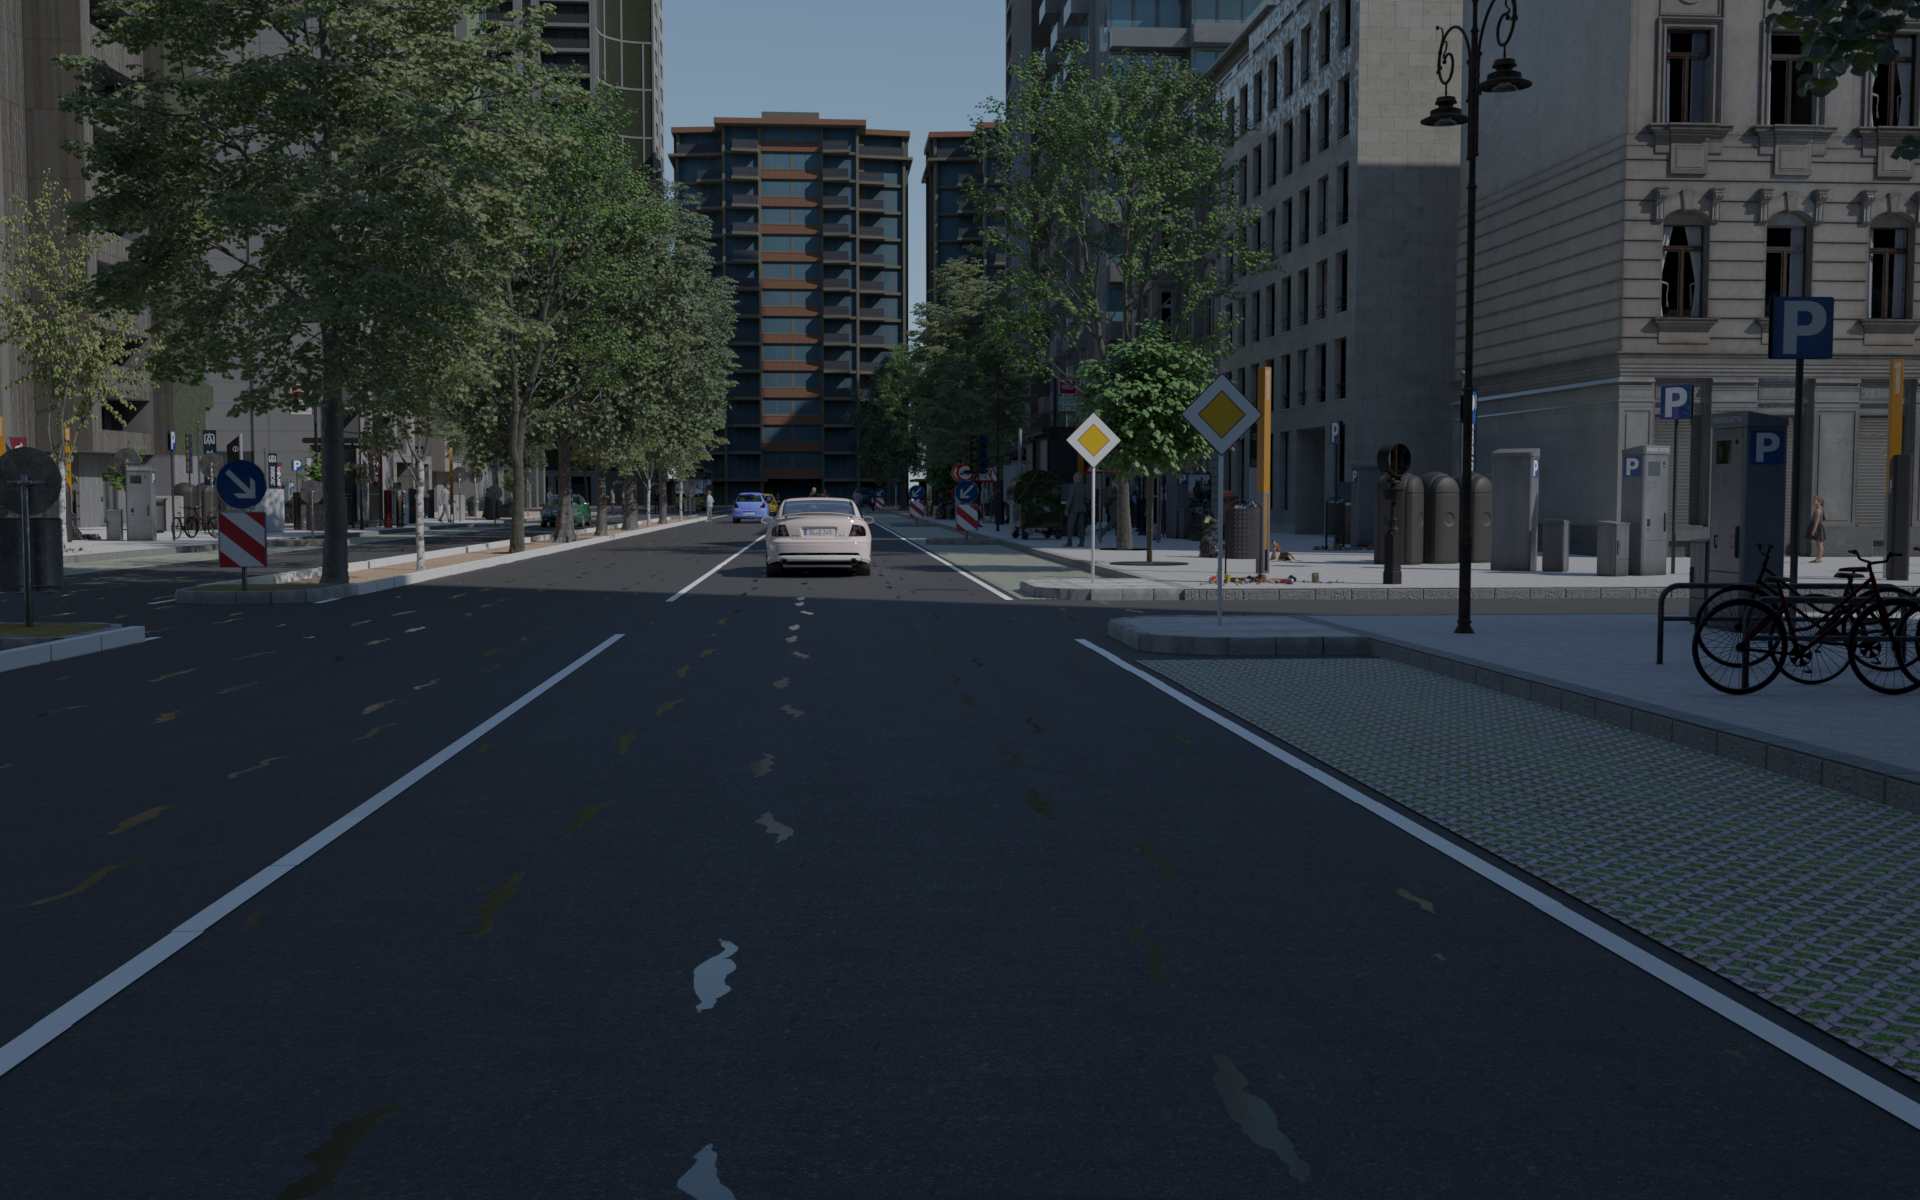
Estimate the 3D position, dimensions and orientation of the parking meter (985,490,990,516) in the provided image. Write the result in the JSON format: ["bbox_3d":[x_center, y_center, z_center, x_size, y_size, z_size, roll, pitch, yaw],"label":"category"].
[{"bbox_3d":[1.614,-5.581,99.663,0.372,1.533,0.369,0,3,0],"label":"parking meter"}]

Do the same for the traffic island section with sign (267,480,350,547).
[{"bbox_3d":[-18.030,-2.403,47.918,1.989,1.847,2.006,0,4,-4],"label":"traffic island section with sign"}]

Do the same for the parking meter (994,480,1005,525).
[{"bbox_3d":[1.647,-4.067,72.207,0.399,1.863,0.255,3,5,42],"label":"parking meter"}]

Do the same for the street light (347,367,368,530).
[{"bbox_3d":[-21.487,-5.458,62.018,0.468,5.910,1.993,0,4,-4],"label":"street light"}]

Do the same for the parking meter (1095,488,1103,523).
[{"bbox_3d":[6.258,-4.270,78.230,0.372,1.533,0.369,0,3,0],"label":"parking meter"}]

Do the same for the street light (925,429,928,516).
[{"bbox_3d":[-1.886,-7.737,99.288,0.468,5.910,1.993,0,4,-4],"label":"street light"}]

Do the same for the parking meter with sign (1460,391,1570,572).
[{"bbox_3d":[9.281,-1.998,28.936,1.738,3.016,0.543,2,4,35],"label":"parking meter with sign"}]

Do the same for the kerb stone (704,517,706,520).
[{"bbox_3d":[-13.970,-4.361,93.492,0.120,0.150,1.000,0,4,-4],"label":"kerb stone"}]

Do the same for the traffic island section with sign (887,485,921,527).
[{"bbox_3d":[-2.056,-4.132,76.187,1.989,1.847,2.006,0,4,-4],"label":"traffic island section with sign"}]

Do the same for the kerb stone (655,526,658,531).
[{"bbox_3d":[-11.887,-2.735,66.917,0.120,0.150,1.000,0,4,-4],"label":"kerb stone"}]

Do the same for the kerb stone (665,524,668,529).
[{"bbox_3d":[-12.201,-2.982,71.010,0.120,0.150,1.000,0,4,-4],"label":"kerb stone"}]

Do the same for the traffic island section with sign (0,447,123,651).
[{"bbox_3d":[-8.981,-0.491,16.169,2.006,1.907,1.989,0,4,-4],"label":"traffic island section with sign"}]

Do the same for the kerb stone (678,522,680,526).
[{"bbox_3d":[-12.685,-3.361,77.150,0.120,0.150,1.000,0,4,-4],"label":"kerb stone"}]

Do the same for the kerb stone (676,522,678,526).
[{"bbox_3d":[-12.603,-3.298,76.123,0.120,0.150,1.000,0,4,-4],"label":"kerb stone"}]

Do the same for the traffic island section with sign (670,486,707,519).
[{"bbox_3d":[-15.401,-5.525,98.465,2.006,1.907,1.989,0,4,-4],"label":"traffic island section with sign"}]

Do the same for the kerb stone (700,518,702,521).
[{"bbox_3d":[-13.719,-4.174,90.435,0.120,0.150,1.000,0,4,-4],"label":"kerb stone"}]

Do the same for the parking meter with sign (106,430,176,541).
[{"bbox_3d":[-22.429,-3.127,47.395,1.738,3.016,0.543,-1,4,-11],"label":"parking meter with sign"}]

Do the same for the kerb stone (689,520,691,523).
[{"bbox_3d":[-13.168,-3.731,83.275,0.120,0.150,1.000,0,4,-4],"label":"kerb stone"}]

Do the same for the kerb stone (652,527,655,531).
[{"bbox_3d":[-11.812,-2.673,65.894,0.120,0.150,1.000,0,4,-4],"label":"kerb stone"}]

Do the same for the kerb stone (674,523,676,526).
[{"bbox_3d":[-12.523,-3.235,75.093,0.120,0.150,1.000,0,4,-4],"label":"kerb stone"}]

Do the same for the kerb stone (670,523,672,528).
[{"bbox_3d":[-12.366,-3.110,73.048,0.120,0.150,1.000,0,4,-4],"label":"kerb stone"}]

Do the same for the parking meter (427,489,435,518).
[{"bbox_3d":[-28.108,-5.111,91.980,0.372,1.533,0.369,0,3,0],"label":"parking meter"}]

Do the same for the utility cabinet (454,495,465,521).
[{"bbox_3d":[-24.577,-4.462,84.107,1.020,1.237,0.306,-1,4,-11],"label":"utility cabinet"}]

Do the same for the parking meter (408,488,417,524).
[{"bbox_3d":[-23.702,-4.074,75.014,0.372,1.533,0.369,0,3,0],"label":"parking meter"}]

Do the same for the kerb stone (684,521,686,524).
[{"bbox_3d":[-12.928,-3.549,80.214,0.120,0.150,1.000,0,4,-4],"label":"kerb stone"}]

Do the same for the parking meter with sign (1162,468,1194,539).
[{"bbox_3d":[6.242,-3.280,49.883,0.543,3.016,1.738,-1,4,-20],"label":"parking meter with sign"}]

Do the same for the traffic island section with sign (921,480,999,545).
[{"bbox_3d":[0.025,-2.488,49.311,1.989,1.847,2.006,0,4,-4],"label":"traffic island section with sign"}]

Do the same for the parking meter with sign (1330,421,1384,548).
[{"bbox_3d":[9.801,-2.771,41.559,1.738,3.016,0.543,-1,4,-11],"label":"parking meter with sign"}]

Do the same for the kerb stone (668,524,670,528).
[{"bbox_3d":[-12.288,-3.046,72.029,0.120,0.150,1.000,0,4,-4],"label":"kerb stone"}]

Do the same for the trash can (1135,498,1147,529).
[{"bbox_3d":[6.509,-3.009,60.856,0.748,1.137,0.748,0,3,0],"label":"trash can"}]

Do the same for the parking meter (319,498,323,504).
[{"bbox_3d":[-25.488,-3.724,69.299,0.372,1.533,0.369,0,3,0],"label":"parking meter"}]

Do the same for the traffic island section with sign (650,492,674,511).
[{"bbox_3d":[-26.158,-8.770,152.020,1.989,1.847,2.006,0,4,-4],"label":"traffic island section with sign"}]

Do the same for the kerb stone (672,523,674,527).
[{"bbox_3d":[-12.442,-3.171,74.067,0.120,0.150,1.000,0,4,-4],"label":"kerb stone"}]

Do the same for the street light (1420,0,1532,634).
[{"bbox_3d":[4.655,-2.632,15.814,0.468,5.910,1.993,0,4,-4],"label":"street light"}]

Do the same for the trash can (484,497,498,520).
[{"bbox_3d":[-23.273,-4.544,85.940,0.748,1.137,0.748,0,3,0],"label":"trash can"}]

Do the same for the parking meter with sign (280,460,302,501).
[{"bbox_3d":[-34.617,-5.685,89.204,1.738,3.016,0.543,3,4,36],"label":"parking meter with sign"}]

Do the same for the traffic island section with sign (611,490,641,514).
[{"bbox_3d":[-24.036,-7.108,124.840,1.989,1.847,2.006,0,4,-4],"label":"traffic island section with sign"}]

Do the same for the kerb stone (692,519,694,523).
[{"bbox_3d":[-13.321,-3.861,85.320,0.120,0.150,1.000,0,4,-4],"label":"kerb stone"}]

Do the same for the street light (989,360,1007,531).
[{"bbox_3d":[1.305,-5.309,59.595,0.468,5.910,1.993,0,4,-4],"label":"street light"}]

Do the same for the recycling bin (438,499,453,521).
[{"bbox_3d":[-24.716,-4.328,83.315,0.722,1.027,0.722,-1,4,-16],"label":"recycling bin"}]

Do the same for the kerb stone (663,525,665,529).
[{"bbox_3d":[-12.125,-2.919,69.987,0.120,0.150,1.000,0,4,-4],"label":"kerb stone"}]

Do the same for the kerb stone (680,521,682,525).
[{"bbox_3d":[-12.766,-3.424,78.173,0.120,0.150,1.000,0,4,-4],"label":"kerb stone"}]

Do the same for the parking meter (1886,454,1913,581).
[{"bbox_3d":[13.971,-1.226,25.763,0.255,1.863,0.399,1,4,19],"label":"parking meter"}]

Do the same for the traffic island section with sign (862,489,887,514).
[{"bbox_3d":[-5.974,-7.193,126.235,1.989,1.847,2.006,0,4,-4],"label":"traffic island section with sign"}]

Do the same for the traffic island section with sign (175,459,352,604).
[{"bbox_3d":[-9.548,-0.943,23.554,2.006,1.907,1.989,0,4,-4],"label":"traffic island section with sign"}]

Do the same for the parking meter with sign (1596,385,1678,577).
[{"bbox_3d":[10.778,-1.900,27.318,1.738,3.016,0.543,-2,4,-33],"label":"parking meter with sign"}]

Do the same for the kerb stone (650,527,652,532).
[{"bbox_3d":[-11.725,-2.606,64.876,0.120,0.150,1.000,0,4,-4],"label":"kerb stone"}]

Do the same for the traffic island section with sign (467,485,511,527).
[{"bbox_3d":[-20.121,-4.047,74.792,1.989,1.847,2.006,0,4,-4],"label":"traffic island section with sign"}]

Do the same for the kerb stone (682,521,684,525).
[{"bbox_3d":[-12.846,-3.484,79.192,0.120,0.150,1.000,0,4,-4],"label":"kerb stone"}]

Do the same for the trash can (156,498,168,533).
[{"bbox_3d":[-26.428,-2.770,56.937,0.748,1.137,0.748,0,3,0],"label":"trash can"}]

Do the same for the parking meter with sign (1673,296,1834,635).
[{"bbox_3d":[7.400,-1.221,16.216,0.543,3.016,1.738,0,4,-3],"label":"parking meter with sign"}]

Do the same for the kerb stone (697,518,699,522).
[{"bbox_3d":[-13.563,-4.049,88.396,0.120,0.150,1.000,0,4,-4],"label":"kerb stone"}]

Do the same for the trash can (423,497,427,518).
[{"bbox_3d":[-29.425,-5.074,94.608,0.748,1.137,0.748,0,3,0],"label":"trash can"}]

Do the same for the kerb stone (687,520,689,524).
[{"bbox_3d":[-13.083,-3.673,82.256,0.120,0.150,1.000,0,4,-4],"label":"kerb stone"}]

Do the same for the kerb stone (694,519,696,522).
[{"bbox_3d":[-13.404,-3.922,86.352,0.120,0.150,1.000,0,4,-4],"label":"kerb stone"}]

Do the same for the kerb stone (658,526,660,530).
[{"bbox_3d":[-11.969,-2.793,67.945,0.120,0.150,1.000,0,4,-4],"label":"kerb stone"}]

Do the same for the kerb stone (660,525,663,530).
[{"bbox_3d":[-12.050,-2.859,68.967,0.120,0.150,1.000,0,4,-4],"label":"kerb stone"}]
